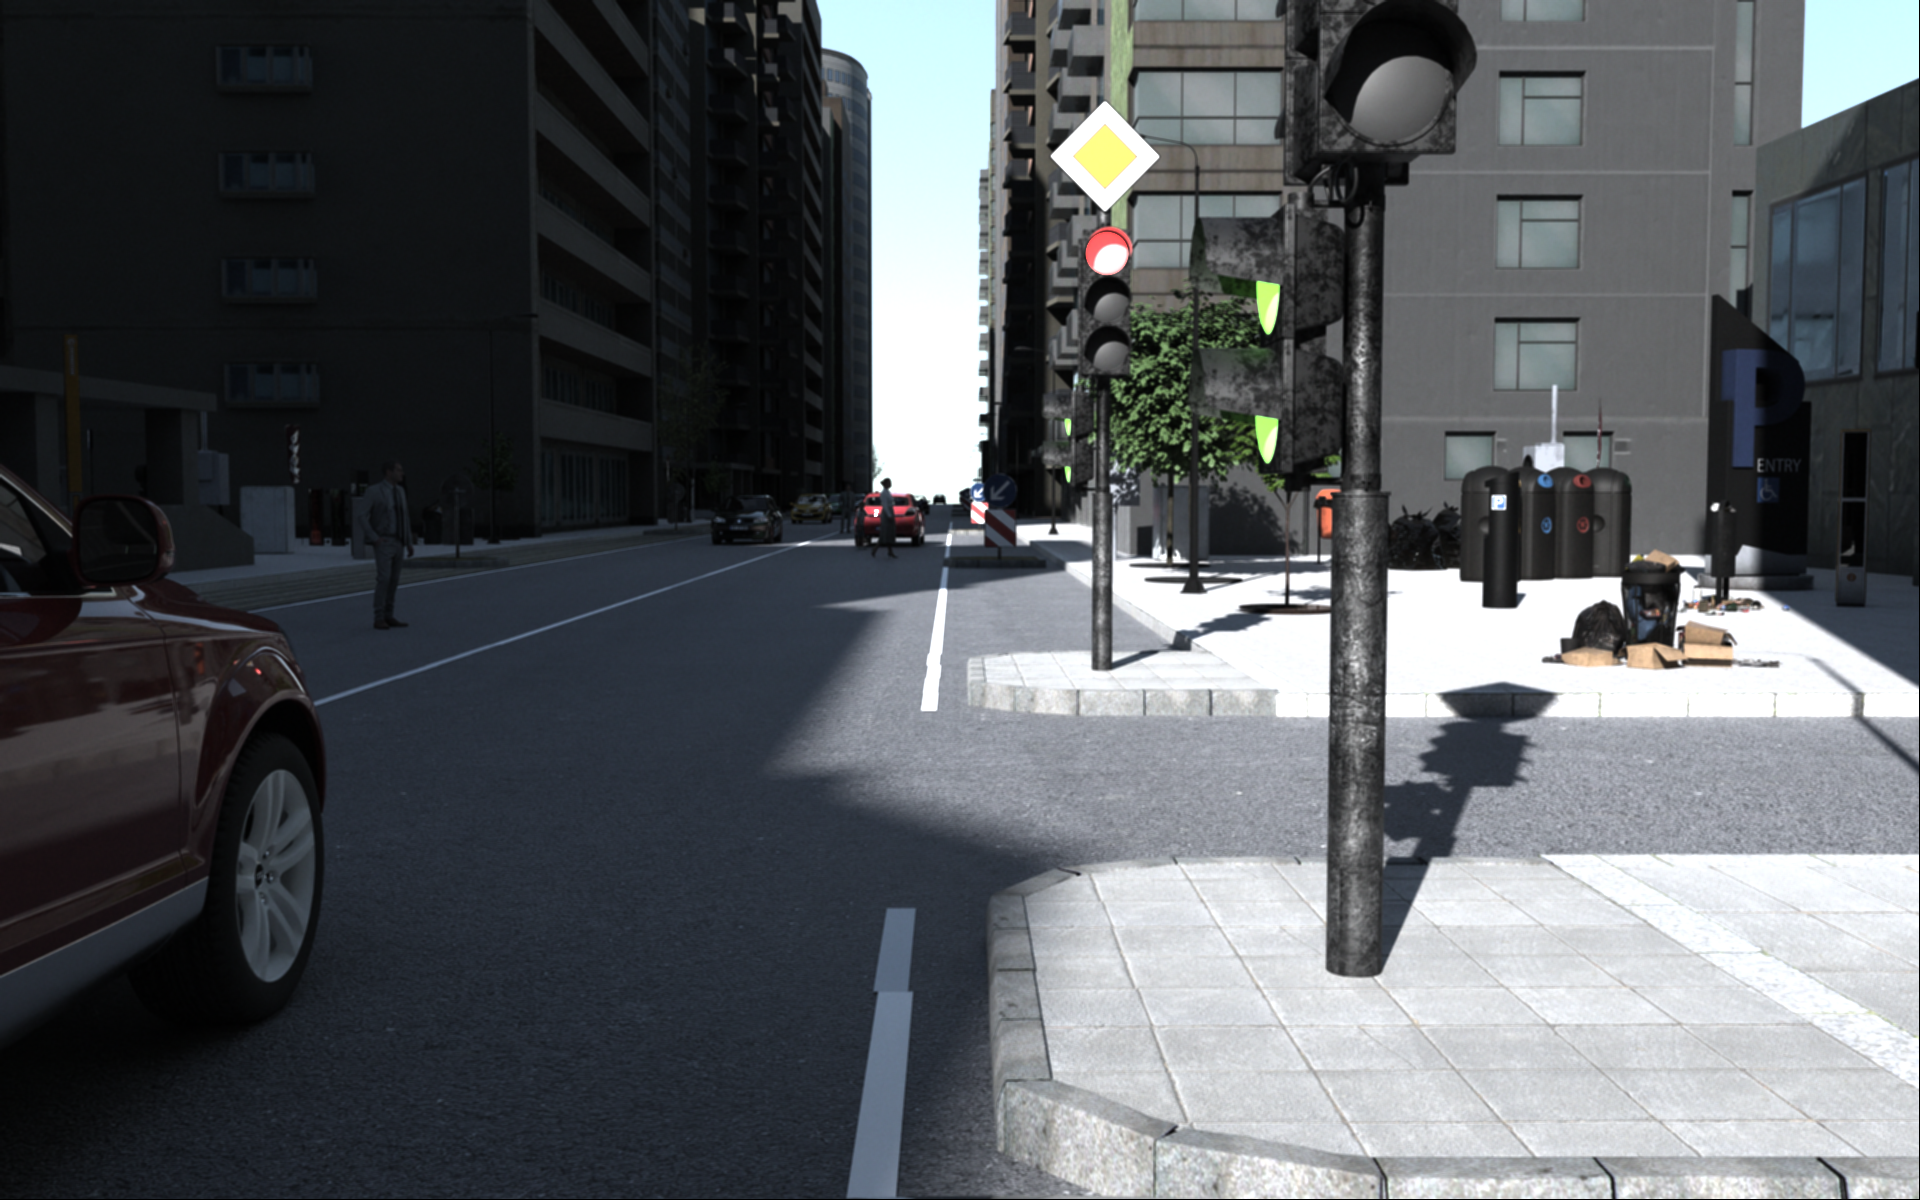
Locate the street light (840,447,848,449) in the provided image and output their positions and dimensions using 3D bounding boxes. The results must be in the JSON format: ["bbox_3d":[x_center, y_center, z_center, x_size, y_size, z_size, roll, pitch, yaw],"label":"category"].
[{"bbox_3d":[-11.890,-12.228,172.469,1.470,5.913,1.316,0,4,0],"label":"street light"}]

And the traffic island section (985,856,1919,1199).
[{"bbox_3d":[1.083,1.077,4.666,2.009,0.180,2.903,0,4,0],"label":"traffic island section"}]

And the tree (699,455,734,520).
[{"bbox_3d":[-12.167,-5.603,86.218,1.663,3.219,1.824,0,3,0],"label":"tree"}]

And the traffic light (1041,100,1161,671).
[{"bbox_3d":[1.018,-1.444,12.537,0.839,4.253,0.868,0,4,0],"label":"traffic light"}]

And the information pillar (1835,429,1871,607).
[{"bbox_3d":[10.188,-0.934,19.766,0.304,2.012,0.304,2,4,25],"label":"information pillar"}]

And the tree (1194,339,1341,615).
[{"bbox_3d":[3.651,-1.476,18.737,1.663,3.219,1.824,0,3,0],"label":"tree"}]

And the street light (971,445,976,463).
[{"bbox_3d":[1.999,-11.725,164.244,1.470,5.913,1.316,0,4,0],"label":"street light"}]

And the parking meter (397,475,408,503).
[{"bbox_3d":[-14.934,-2.475,46.177,0.399,1.863,0.255,-1,4,-18],"label":"parking meter"}]

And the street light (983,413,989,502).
[{"bbox_3d":[2.213,-7.747,99.201,1.470,5.913,1.316,0,4,0],"label":"street light"}]

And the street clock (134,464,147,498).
[{"bbox_3d":[-19.777,-2.293,42.060,0.358,2.002,0.471,1,4,10],"label":"street clock"}]

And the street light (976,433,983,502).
[{"bbox_3d":[2.179,-9.761,132.137,1.470,5.913,1.316,0,4,0],"label":"street light"}]

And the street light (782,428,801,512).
[{"bbox_3d":[-11.766,-9.087,121.112,1.470,5.913,1.316,0,4,0],"label":"street light"}]

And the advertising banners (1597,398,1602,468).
[{"bbox_3d":[12.040,-2.234,32.706,0.090,3.025,2.074,1,4,20],"label":"advertising banners"}]

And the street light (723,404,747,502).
[{"bbox_3d":[-11.601,-7.119,88.931,1.470,5.913,1.316,0,4,0],"label":"street light"}]

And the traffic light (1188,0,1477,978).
[{"bbox_3d":[1.043,-0.956,4.552,0.839,4.253,0.868,0,4,0],"label":"traffic light"}]

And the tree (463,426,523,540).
[{"bbox_3d":[-12.814,-3.301,48.573,1.663,3.219,1.824,0,3,0],"label":"tree"}]

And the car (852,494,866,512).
[{"bbox_3d":[-7.294,-6.747,122.117,2.131,1.459,4.920,0,4,-2],"label":"car"}]

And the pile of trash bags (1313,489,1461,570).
[{"bbox_3d":[7.502,-1.287,30.790,1.912,1.369,3.447,-2,4,-29],"label":"pile of trash bags"}]

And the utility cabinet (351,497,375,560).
[{"bbox_3d":[-11.618,-1.419,34.368,0.306,1.237,1.020,1,4,17],"label":"utility cabinet"}]

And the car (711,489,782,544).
[{"bbox_3d":[-6.195,-2.491,50.518,2.009,1.686,4.222,0,4,0],"label":"car"}]

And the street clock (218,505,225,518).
[{"bbox_3d":[-16.319,-2.058,38.214,0.471,2.002,0.358,3,5,45],"label":"street clock"}]

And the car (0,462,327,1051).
[{"bbox_3d":[-2.833,0.343,3.073,2.281,1.827,5.304,0,4,-1],"label":"car"}]

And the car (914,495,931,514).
[{"bbox_3d":[-3.066,-6.775,123.356,1.945,1.354,3.894,0,4,1],"label":"car"}]

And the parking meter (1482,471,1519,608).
[{"bbox_3d":[6.109,-0.682,19.564,0.372,1.533,0.369,0,3,0],"label":"parking meter"}]

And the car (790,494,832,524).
[{"bbox_3d":[-7.254,-4.560,84.784,2.015,1.641,3.980,0,4,1],"label":"car"}]

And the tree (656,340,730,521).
[{"bbox_3d":[-12.919,-8.067,82.251,4.737,8.622,4.395,0,3,0],"label":"tree"}]

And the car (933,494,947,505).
[{"bbox_3d":[-2.811,-14.032,239.210,2.009,1.686,4.222,0,4,1],"label":"car"}]

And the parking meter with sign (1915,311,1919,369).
[{"bbox_3d":[9.800,-1.206,15.974,0.543,3.016,1.738,-2,4,-35],"label":"parking meter with sign"}]

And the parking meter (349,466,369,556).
[{"bbox_3d":[-12.396,-1.839,35.784,0.399,1.863,0.255,3,5,44],"label":"parking meter"}]

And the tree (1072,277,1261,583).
[{"bbox_3d":[3.454,-2.556,25.499,4.285,4.588,4.351,0,3,0],"label":"tree"}]

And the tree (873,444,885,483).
[{"bbox_3d":[-12.683,-18.173,247.492,4.360,8.622,3.978,0,3,0],"label":"tree"}]

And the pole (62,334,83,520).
[{"bbox_3d":[-11.388,-1.738,22.259,0.158,3.312,0.155,0,3,0],"label":"pole"}]

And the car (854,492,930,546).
[{"bbox_3d":[-1.946,-2.434,48.829,2.155,1.783,4.494,0,4,1],"label":"car"}]

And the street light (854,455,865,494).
[{"bbox_3d":[-11.979,-14.227,205.144,1.470,5.913,1.316,0,4,0],"label":"street light"}]

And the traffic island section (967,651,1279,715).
[{"bbox_3d":[1.058,0.589,12.651,2.009,0.180,2.903,0,4,0],"label":"traffic island section"}]

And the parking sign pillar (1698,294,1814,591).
[{"bbox_3d":[10.866,-2.145,23.548,1.447,3.967,1.447,-1,4,-13],"label":"parking sign pillar"}]

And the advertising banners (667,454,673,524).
[{"bbox_3d":[-12.533,-4.816,74.929,0.090,3.025,2.074,-1,4,-15],"label":"advertising banners"}]

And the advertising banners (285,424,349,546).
[{"bbox_3d":[-16.007,-2.867,43.057,2.074,3.025,0.090,2,4,28],"label":"advertising banners"}]

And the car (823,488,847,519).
[{"bbox_3d":[-7.514,-5.714,102.213,1.959,1.807,4.718,0,4,-2],"label":"car"}]

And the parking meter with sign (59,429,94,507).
[{"bbox_3d":[-23.907,-3.033,45.856,1.738,3.016,0.543,-2,4,-30],"label":"parking meter with sign"}]
